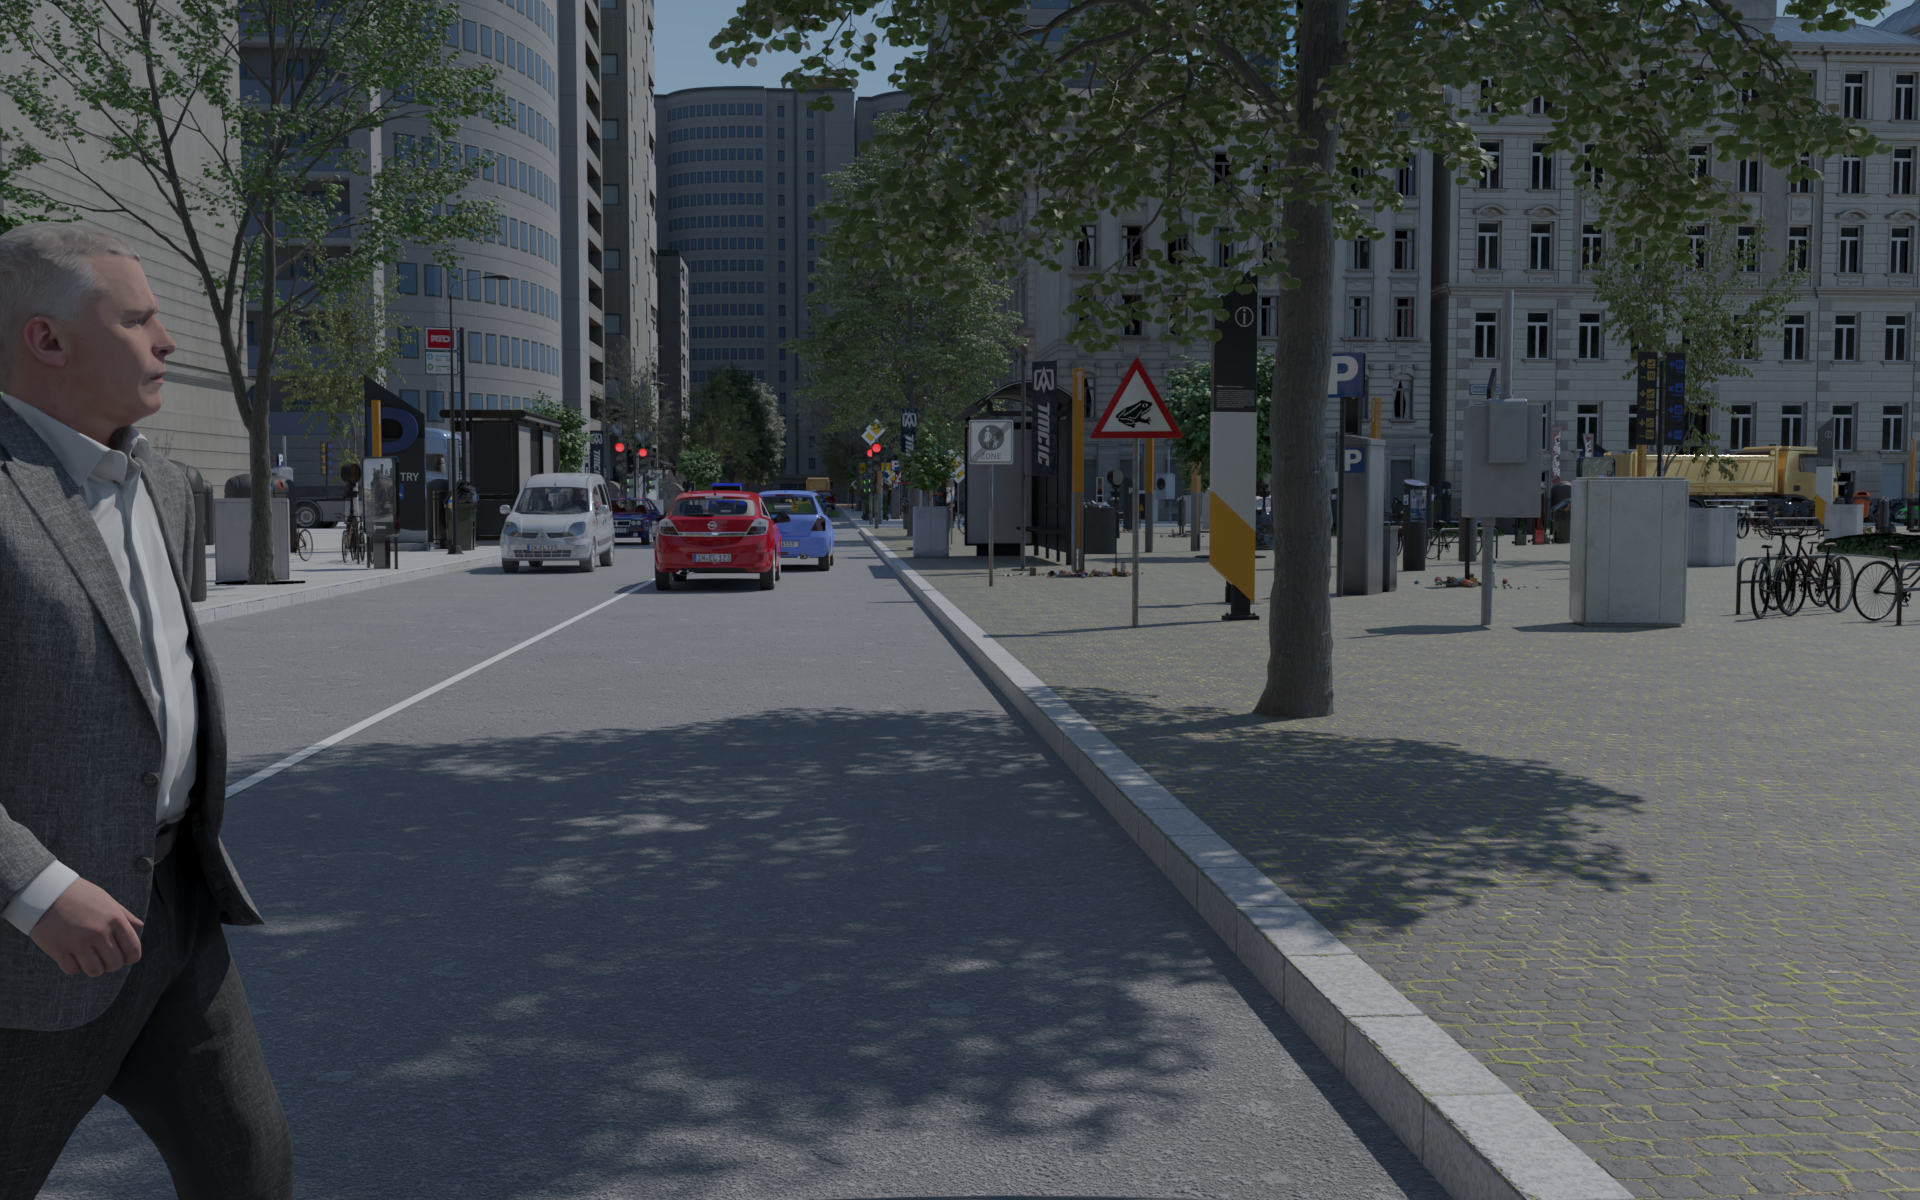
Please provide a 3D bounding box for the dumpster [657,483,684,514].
[{"bbox_3d":[-14.683,-5.025,87.909,1.264,1.857,1.865,0,4,-5],"label":"dumpster"}]

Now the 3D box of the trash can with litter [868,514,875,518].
[{"bbox_3d":[-4.780,-5.022,93.494,0.624,1.170,1.055,-1,4,-19],"label":"trash can with litter"}]

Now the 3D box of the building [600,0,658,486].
[{"bbox_3d":[-42.217,-34.767,157.682,28.713,52.752,27.495,0,4,-4],"label":"building"}]

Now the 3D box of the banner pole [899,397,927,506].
[{"bbox_3d":[-1.143,-3.339,44.613,0.863,3.779,0.401,-1,4,-17],"label":"banner pole"}]

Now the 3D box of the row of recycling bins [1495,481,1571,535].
[{"bbox_3d":[18.717,-2.930,55.018,3.534,1.692,1.069,0,4,4],"label":"row of recycling bins"}]

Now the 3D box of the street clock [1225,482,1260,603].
[{"bbox_3d":[3.248,-0.973,20.487,0.471,2.002,0.358,0,4,2],"label":"street clock"}]

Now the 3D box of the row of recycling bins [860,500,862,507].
[{"bbox_3d":[-6.860,-7.946,137.027,1.069,1.692,3.534,2,4,27],"label":"row of recycling bins"}]

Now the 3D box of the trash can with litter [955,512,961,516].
[{"bbox_3d":[-1.003,-5.540,101.635,2.233,1.210,1.678,0,4,2],"label":"trash can with litter"}]

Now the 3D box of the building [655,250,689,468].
[{"bbox_3d":[-39.372,-26.518,205.270,14.107,30.474,14.160,0,4,-4],"label":"building"}]

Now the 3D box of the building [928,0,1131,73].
[{"bbox_3d":[7.179,-38.874,177.595,21.231,58.520,28.212,0,4,-4],"label":"building"}]

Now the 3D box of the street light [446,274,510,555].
[{"bbox_3d":[-10.193,-3.923,36.676,1.470,5.913,1.316,0,4,-4],"label":"street light"}]

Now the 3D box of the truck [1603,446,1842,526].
[{"bbox_3d":[31.375,-4.563,70.529,9.791,3.379,3.469,0,4,-6],"label":"truck"}]

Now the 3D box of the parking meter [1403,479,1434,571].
[{"bbox_3d":[7.608,-1.258,28.980,0.372,1.533,0.369,0,3,0],"label":"parking meter"}]

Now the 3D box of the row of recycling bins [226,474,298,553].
[{"bbox_3d":[-14.829,-1.809,36.693,1.069,1.692,3.534,-1,4,-10],"label":"row of recycling bins"}]

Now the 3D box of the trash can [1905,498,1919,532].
[{"bbox_3d":[32.048,-2.834,57.987,0.748,1.137,0.748,0,3,0],"label":"trash can"}]

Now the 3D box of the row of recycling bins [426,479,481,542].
[{"bbox_3d":[-13.916,-2.482,47.693,1.069,1.692,3.534,0,4,-3],"label":"row of recycling bins"}]

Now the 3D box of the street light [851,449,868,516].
[{"bbox_3d":[-5.888,-7.712,98.626,1.470,5.913,1.316,0,4,-4],"label":"street light"}]

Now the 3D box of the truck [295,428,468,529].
[{"bbox_3d":[-27.755,-4.668,66.074,18.799,4.110,2.967,0,4,-3],"label":"truck"}]

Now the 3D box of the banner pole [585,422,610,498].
[{"bbox_3d":[-12.367,-4.268,59.807,0.863,3.779,0.401,-1,4,-18],"label":"banner pole"}]

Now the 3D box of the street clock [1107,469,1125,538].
[{"bbox_3d":[4.502,-2.785,50.112,0.471,2.002,0.358,-2,4,-31],"label":"street clock"}]

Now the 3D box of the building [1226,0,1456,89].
[{"bbox_3d":[45.580,-54.670,206.518,31.000,86.520,22.319,0,4,-4],"label":"building"}]

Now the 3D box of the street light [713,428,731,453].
[{"bbox_3d":[-16.708,-9.092,121.201,1.470,5.913,1.316,0,4,-4],"label":"street light"}]

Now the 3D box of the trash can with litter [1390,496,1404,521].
[{"bbox_3d":[20.592,-4.233,80.602,1.055,1.170,0.624,0,4,5],"label":"trash can with litter"}]

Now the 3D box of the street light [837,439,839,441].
[{"bbox_3d":[-9.689,-10.672,147.020,1.470,5.913,1.316,0,4,-4],"label":"street light"}]

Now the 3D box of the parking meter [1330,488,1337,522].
[{"bbox_3d":[13.111,-3.190,60.574,0.372,1.533,0.369,0,3,0],"label":"parking meter"}]

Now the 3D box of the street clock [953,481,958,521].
[{"bbox_3d":[-0.348,-4.787,82.837,0.471,2.002,0.358,-3,4,-37],"label":"street clock"}]

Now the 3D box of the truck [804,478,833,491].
[{"bbox_3d":[-16.798,-12.786,204.968,3.469,3.379,9.791,0,4,-3],"label":"truck"}]

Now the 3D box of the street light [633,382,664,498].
[{"bbox_3d":[-13.003,-6.093,72.166,1.470,5.913,1.316,0,4,-4],"label":"street light"}]

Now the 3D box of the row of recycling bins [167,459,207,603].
[{"bbox_3d":[-9.516,-0.742,19.243,1.069,1.692,3.534,0,4,2],"label":"row of recycling bins"}]

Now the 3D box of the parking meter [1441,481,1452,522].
[{"bbox_3d":[21.450,-4.323,76.389,0.255,1.863,0.399,-2,4,-27],"label":"parking meter"}]

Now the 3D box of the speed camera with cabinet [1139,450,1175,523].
[{"bbox_3d":[8.694,-5.081,77.403,0.660,3.252,2.038,-3,4,-38],"label":"speed camera with cabinet"}]

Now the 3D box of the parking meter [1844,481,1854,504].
[{"bbox_3d":[41.124,-4.554,80.166,0.255,1.863,0.399,0,4,-2],"label":"parking meter"}]

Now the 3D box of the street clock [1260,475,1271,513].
[{"bbox_3d":[8.159,-2.562,46.462,0.358,2.002,0.471,3,5,42],"label":"street clock"}]

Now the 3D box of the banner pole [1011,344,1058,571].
[{"bbox_3d":[1.255,-2.372,28.807,0.863,3.779,0.401,2,4,30],"label":"banner pole"}]

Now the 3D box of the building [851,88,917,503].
[{"bbox_3d":[-0.842,-43.231,248.823,28.212,58.520,21.231,0,4,-4],"label":"building"}]

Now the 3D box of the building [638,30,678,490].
[{"bbox_3d":[-40.536,-45.460,181.528,20.563,71.187,20.611,0,4,-4],"label":"building"}]

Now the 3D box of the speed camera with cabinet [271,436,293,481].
[{"bbox_3d":[-23.790,-3.988,59.542,2.038,3.252,0.660,2,4,34],"label":"speed camera with cabinet"}]

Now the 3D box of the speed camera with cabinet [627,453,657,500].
[{"bbox_3d":[-15.455,-5.485,84.011,0.660,3.252,2.038,1,4,18],"label":"speed camera with cabinet"}]

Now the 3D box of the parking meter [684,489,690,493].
[{"bbox_3d":[-15.717,-5.758,99.854,0.255,1.863,0.399,1,4,12],"label":"parking meter"}]

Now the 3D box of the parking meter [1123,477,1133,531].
[{"bbox_3d":[5.930,-3.356,60.584,0.399,1.863,0.255,-1,4,-22],"label":"parking meter"}]

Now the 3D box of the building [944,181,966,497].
[{"bbox_3d":[5.440,-23.542,156.615,14.160,30.474,14.107,0,4,-4],"label":"building"}]

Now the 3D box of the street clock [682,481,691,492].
[{"bbox_3d":[-14.718,-5.428,93.324,0.358,2.002,0.471,2,4,30],"label":"street clock"}]

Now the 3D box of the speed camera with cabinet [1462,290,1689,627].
[{"bbox_3d":[6.019,-1.386,16.989,2.038,3.252,0.660,0,4,7],"label":"speed camera with cabinet"}]

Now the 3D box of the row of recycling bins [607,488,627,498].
[{"bbox_3d":[-16.056,-4.502,80.725,1.069,1.692,3.534,0,4,-8],"label":"row of recycling bins"}]

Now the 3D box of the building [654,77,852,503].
[{"bbox_3d":[-29.220,-43.143,247.391,28.212,58.520,21.231,0,4,-4],"label":"building"}]

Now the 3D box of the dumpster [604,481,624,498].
[{"bbox_3d":[-15.496,-4.308,76.187,1.264,1.857,1.865,0,4,-4],"label":"dumpster"}]

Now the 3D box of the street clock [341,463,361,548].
[{"bbox_3d":[-14.323,-2.215,40.783,0.358,2.002,0.471,1,4,18],"label":"street clock"}]
